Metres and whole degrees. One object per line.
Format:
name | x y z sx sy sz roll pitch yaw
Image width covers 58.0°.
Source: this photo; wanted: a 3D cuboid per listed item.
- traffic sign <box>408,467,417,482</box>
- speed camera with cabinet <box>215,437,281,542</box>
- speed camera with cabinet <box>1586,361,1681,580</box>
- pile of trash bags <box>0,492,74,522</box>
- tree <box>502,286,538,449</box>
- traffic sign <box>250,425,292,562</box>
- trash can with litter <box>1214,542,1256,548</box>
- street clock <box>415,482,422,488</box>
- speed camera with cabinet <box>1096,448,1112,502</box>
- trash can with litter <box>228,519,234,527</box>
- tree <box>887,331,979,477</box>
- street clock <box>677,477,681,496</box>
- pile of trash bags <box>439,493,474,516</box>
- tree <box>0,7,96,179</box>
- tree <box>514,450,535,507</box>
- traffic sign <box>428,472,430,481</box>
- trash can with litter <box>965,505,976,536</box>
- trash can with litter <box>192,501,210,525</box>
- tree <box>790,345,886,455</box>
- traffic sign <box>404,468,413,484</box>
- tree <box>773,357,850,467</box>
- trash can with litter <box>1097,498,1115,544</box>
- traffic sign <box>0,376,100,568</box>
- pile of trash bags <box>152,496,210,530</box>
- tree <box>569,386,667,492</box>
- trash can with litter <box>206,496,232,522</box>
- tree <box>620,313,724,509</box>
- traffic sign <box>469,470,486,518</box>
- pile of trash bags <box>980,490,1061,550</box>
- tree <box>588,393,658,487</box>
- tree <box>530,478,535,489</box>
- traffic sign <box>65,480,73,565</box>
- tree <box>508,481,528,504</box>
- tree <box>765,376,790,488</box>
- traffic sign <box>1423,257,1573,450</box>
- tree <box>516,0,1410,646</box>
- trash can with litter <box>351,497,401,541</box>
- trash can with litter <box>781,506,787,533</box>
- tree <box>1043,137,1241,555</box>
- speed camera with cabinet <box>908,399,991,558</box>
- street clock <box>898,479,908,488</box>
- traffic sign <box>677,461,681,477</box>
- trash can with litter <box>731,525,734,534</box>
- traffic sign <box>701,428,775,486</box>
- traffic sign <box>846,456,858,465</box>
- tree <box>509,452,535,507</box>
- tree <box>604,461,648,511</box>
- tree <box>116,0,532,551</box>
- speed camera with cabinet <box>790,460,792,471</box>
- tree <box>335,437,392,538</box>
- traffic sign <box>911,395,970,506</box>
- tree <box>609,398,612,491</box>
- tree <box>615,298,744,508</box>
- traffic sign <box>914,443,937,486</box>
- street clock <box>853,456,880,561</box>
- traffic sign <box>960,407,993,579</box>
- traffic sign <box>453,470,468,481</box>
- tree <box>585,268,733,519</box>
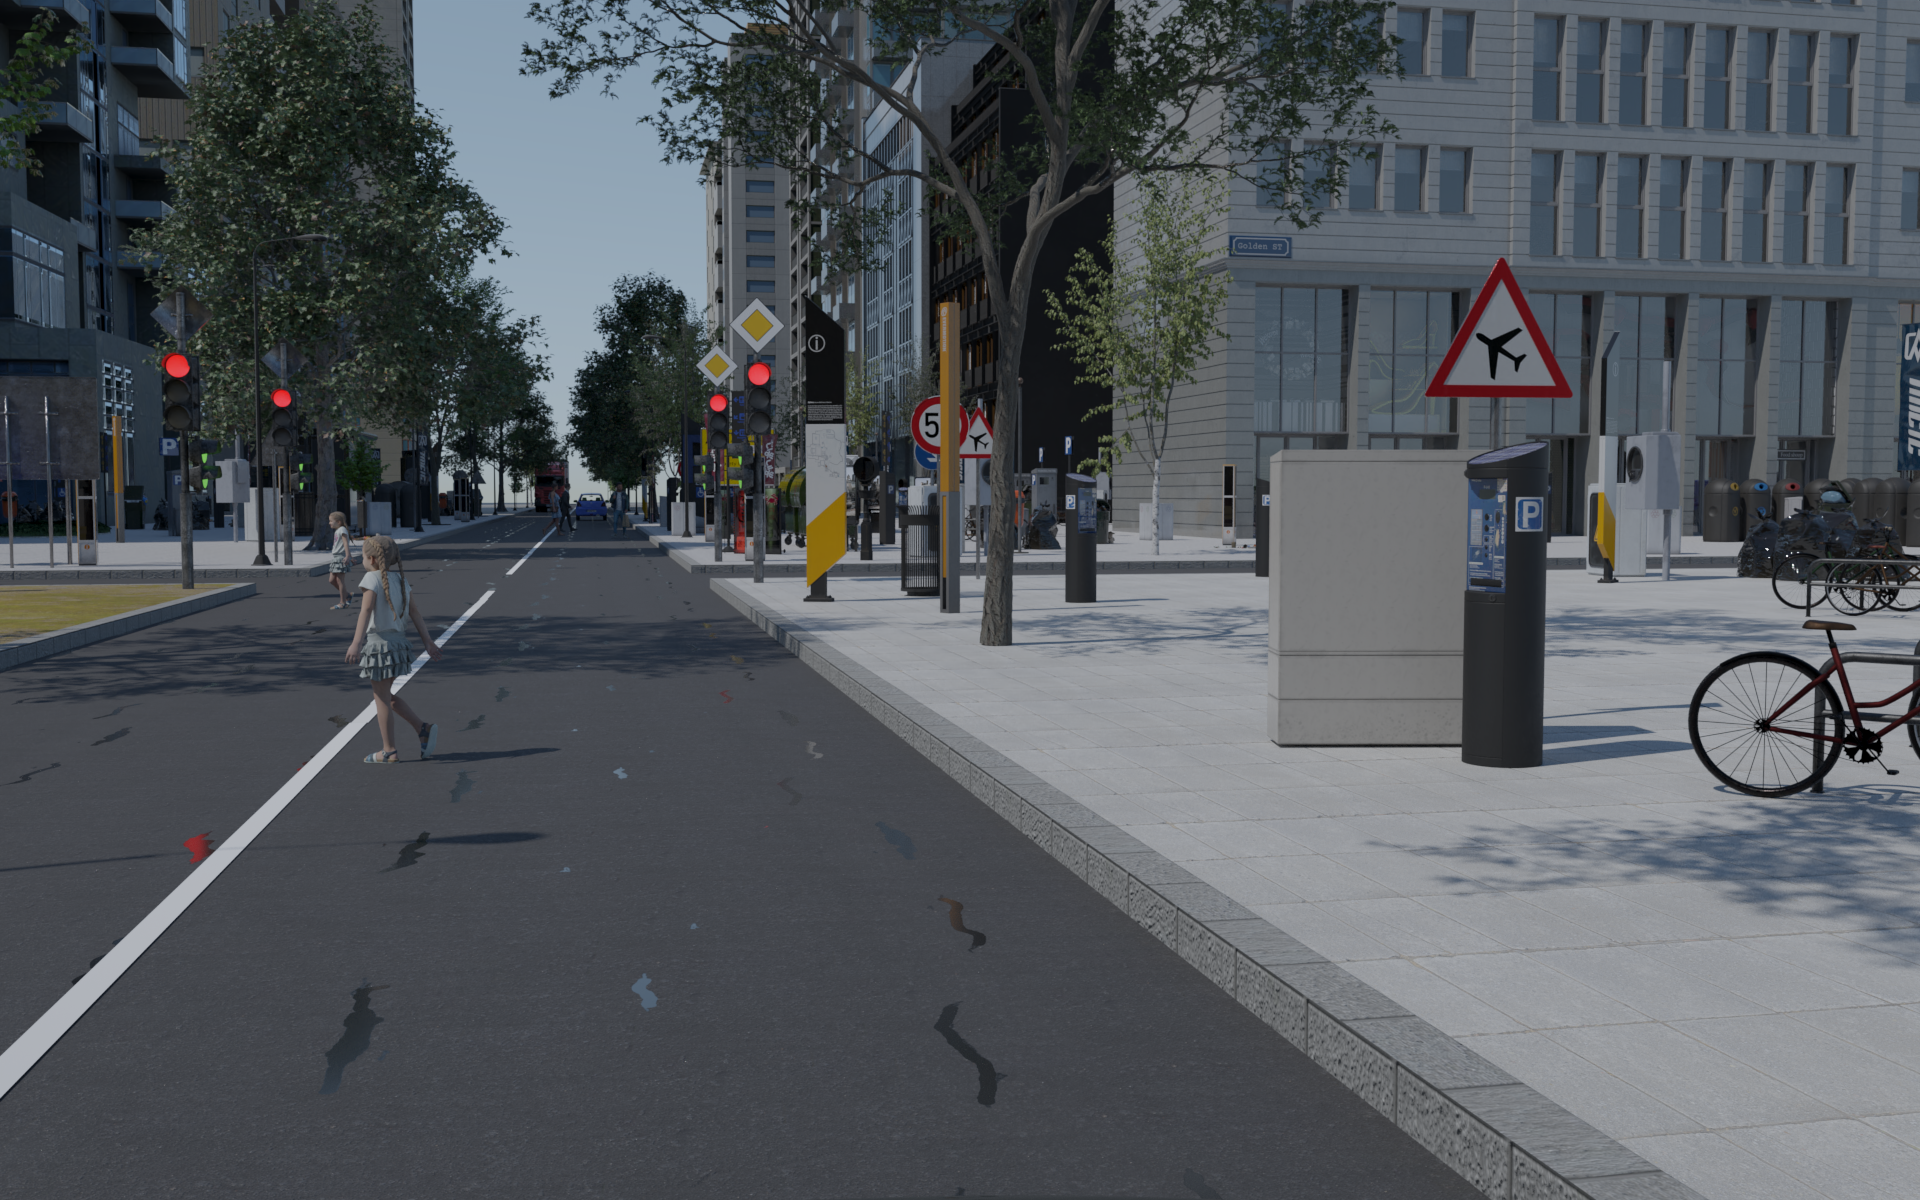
traffic sign | -24.723 -4.834 79.043 0.884 2.594 0.081 0 4 -7
speed camera with cabinet | -19.125 -3.201 46.666 0.660 3.252 2.038 1 4 17
speed camera with cabinet | 10.320 -1.972 26.581 0.660 3.252 2.038 0 4 -3
pile of trash bags | -33.083 -3.179 61.731 1.912 1.369 3.447 0 4 -1
tree | -21.622 -8.892 71.145 9.928 11.665 9.643 0 3 0
traffic sign | -12.853 -1.987 32.489 0.884 2.594 0.081 0 4 -4
trash can with litter | 7.176 -1.840 41.135 2.233 1.210 1.678 1 4 14
street clock | -26.051 -4.808 83.183 0.358 2.002 0.471 1 4 15
speed camera with cabinet | 5.954 -4.804 72.880 0.660 3.252 2.038 1 4 14
trash can with litter | -28.087 -3.454 67.860 0.624 1.170 1.055 2 4 29
tree | -1.431 -7.788 77.696 4.360 8.622 3.978 0 3 0
street clock | -12.273 -4.287 74.660 0.471 2.002 0.358 -3 5 -41
pile of trash bags | -29.612 -5.572 100.853 1.912 1.369 3.447 0 4 2
tree | -9.826 -5.349 13.212 9.928 11.665 9.643 0 3 0
tree | -42.688 -13.542 171.768 4.737 8.622 4.395 0 3 0
traffic sign | -24.819 -4.830 81.101 0.606 2.300 0.079 -1 4 -9
trash can with litter | 0.421 -2.589 53.380 1.678 1.210 2.233 -1 4 -18
trash can with litter | -30.279 -3.489 68.433 0.624 1.170 1.055 2 4 35
tree | -5.453 -8.260 85.418 4.737 8.622 4.395 0 3 0
traffic sign | -26.740 -5.167 84.584 0.768 2.556 0.104 0 4 -5
tree | -8.241 -8.811 94.429 4.360 8.622 3.978 0 3 0
trash can with litter | 3.614 -2.032 44.618 0.624 1.170 1.055 1 4 21
traffic sign | -16.103 -2.207 29.956 2.265 3.308 0.079 -1 4 -10
pile of trash bags | -27.688 -3.168 61.553 1.912 1.369 3.447 -2 4 -25
tree | -31.293 -15.490 159.916 9.857 13.997 8.962 0 3 0
trash can with litter | -34.723 -4.234 80.288 1.678 1.210 2.233 -2 4 -25
tree | -11.722 -7.378 70.993 4.360 8.622 3.978 0 3 0
traffic sign | -25.496 -5.602 91.602 0.884 2.594 0.081 -1 4 -11
pile of trash bags | 1.378 -1.925 41.232 1.912 1.369 3.447 0 4 -1
tree | -39.110 -17.085 197.473 7.486 12.596 7.792 0 3 0
tree | -53.323 -14.582 222.129 4.285 4.588 4.351 0 3 0
traffic sign | -16.184 -1.915 31.420 0.768 2.556 0.104 0 4 -5
tree | -39.969 -9.877 156.093 1.663 3.219 1.824 0 3 0
tree | -12.227 -9.524 106.080 4.737 8.622 4.395 0 3 0
traffic sign | 2.970 -0.589 9.627 0.884 2.594 0.081 -1 4 -11
tree | 0.261 -4.871 14.060 8.767 10.594 7.601 0 4 4
trash can with litter | -16.663 -2.281 48.355 1.678 1.210 2.233 -2 4 -31
trash can with litter | -6.352 -2.871 58.001 2.233 1.210 1.678 1 4 10
tree | 4.025 -5.255 36.285 4.737 8.622 4.395 0 3 0
speed camera with cabinet | -0.055 -2.519 35.521 2.038 3.252 0.660 -2 4 -33
street clock | -2.695 -4.720 81.737 0.358 2.002 0.471 -3 4 -38
traffic sign | -9.681 -3.771 61.770 0.768 2.556 0.104 0 4 -5
trash can with litter | -7.687 -2.720 55.853 1.055 1.170 0.624 0 4 -5
traffic sign | -6.818 -3.632 53.256 2.265 3.308 0.079 0 4 -7
traffic sign | -2.983 -2.662 45.650 0.606 2.300 0.079 0 4 -3
tree | -44.410 -13.934 178.188 4.360 8.622 3.978 0 3 0
tree | -25.851 -9.204 134.206 4.285 4.588 4.351 0 3 0
tree | -14.531 -7.492 39.507 9.611 12.733 9.660 0 3 0
speed camera with cabinet | -9.236 -6.434 99.525 0.660 3.252 2.038 -2 4 -31
tree | -17.817 -3.475 51.418 1.663 3.219 1.824 0 3 0
traffic sign | -0.260 -1.368 22.470 0.768 2.556 0.104 0 4 -5
tree | -18.490 -9.204 100.850 4.737 8.622 4.395 0 3 0
tree | -10.224 -6.952 64.027 4.737 8.622 4.395 0 3 0
traffic sign | -0.584 -2.225 36.491 0.768 2.556 0.104 0 4 -7
street clock | -1.808 -1.766 33.450 0.471 2.002 0.358 1 4 22
traffic sign | 0.271 -1.589 25.980 0.884 2.594 0.081 -1 4 -10
traffic sign | -26.268 -5.561 91.026 0.768 2.556 0.104 0 4 -8
tree | -15.800 -10.460 88.025 9.611 12.733 9.660 0 3 0
